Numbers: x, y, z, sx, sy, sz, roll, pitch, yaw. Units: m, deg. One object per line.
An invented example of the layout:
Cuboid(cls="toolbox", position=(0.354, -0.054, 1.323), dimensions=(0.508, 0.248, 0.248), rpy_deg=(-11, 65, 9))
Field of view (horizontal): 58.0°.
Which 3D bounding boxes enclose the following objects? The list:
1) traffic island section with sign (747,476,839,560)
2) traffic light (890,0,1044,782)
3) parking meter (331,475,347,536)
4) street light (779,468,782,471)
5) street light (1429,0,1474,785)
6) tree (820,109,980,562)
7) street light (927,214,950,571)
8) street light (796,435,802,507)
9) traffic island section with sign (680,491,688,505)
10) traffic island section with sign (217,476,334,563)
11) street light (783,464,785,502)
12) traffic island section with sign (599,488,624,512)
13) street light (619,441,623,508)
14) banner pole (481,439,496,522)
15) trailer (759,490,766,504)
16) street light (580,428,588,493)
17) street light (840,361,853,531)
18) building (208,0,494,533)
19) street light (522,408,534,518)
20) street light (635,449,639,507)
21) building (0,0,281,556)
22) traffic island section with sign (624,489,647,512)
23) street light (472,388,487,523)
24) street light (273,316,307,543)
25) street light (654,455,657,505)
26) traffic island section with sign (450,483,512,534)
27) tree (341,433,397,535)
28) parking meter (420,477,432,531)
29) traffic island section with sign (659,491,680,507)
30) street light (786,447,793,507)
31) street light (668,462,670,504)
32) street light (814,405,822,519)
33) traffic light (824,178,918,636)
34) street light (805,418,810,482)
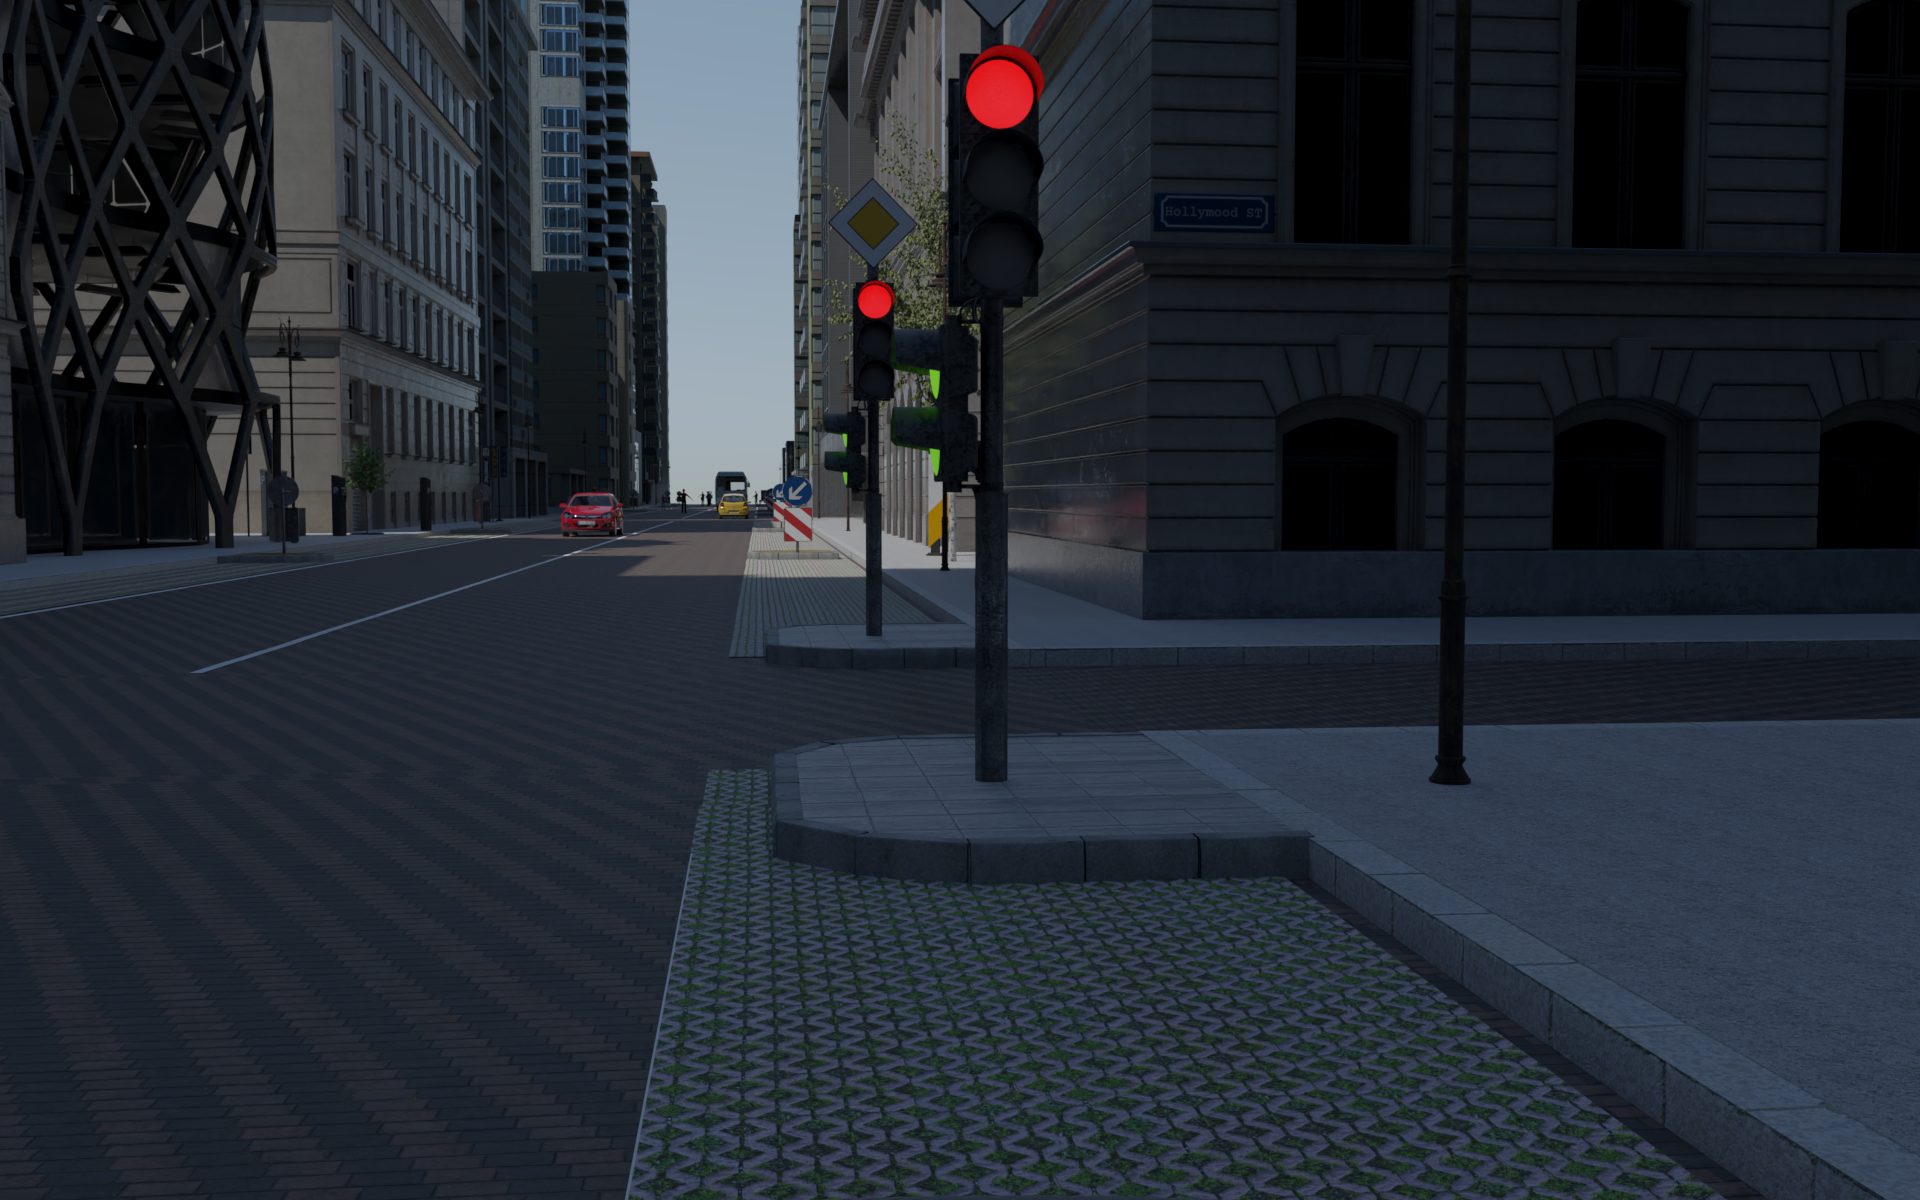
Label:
Cuboid(cls="traffic island section with sign", position=(-3.725, -1.822, 38.422), dimensions=(1.989, 1.847, 2.006), rpy_deg=(0, 4, -7))
Cuboid(cls="traffic light", position=(0.122, -1.146, 7.661), dimensions=(0.839, 4.253, 0.868), rpy_deg=(0, 4, -7))
Cuboid(cls="parking meter", position=(-18.931, -2.881, 52.815), dimensions=(0.399, 1.863, 0.255), rpy_deg=(1, 4, 21))
Cuboid(cls="street light", position=(-22.153, -15.002, 218.065), dimensions=(0.468, 5.910, 1.993), rpy_deg=(0, 4, -7))
Cuboid(cls="street light", position=(2.182, -2.125, 7.533), dimensions=(0.468, 5.910, 1.993), rpy_deg=(0, 4, -7))
Cuboid(cls="tree", position=(-0.357, -5.026, 32.534), dimensions=(4.737, 8.622, 4.395), rpy_deg=(0, 3, 0))
Cuboid(cls="street light", position=(-0.253, -3.426, 28.808), dimensions=(0.468, 5.910, 1.993), rpy_deg=(0, 4, -7))
Cuboid(cls="street light", position=(-12.622, -9.960, 135.639), dimensions=(0.468, 5.910, 1.993), rpy_deg=(0, 4, -7))
Cuboid(cls="traffic island section with sign", position=(-35.842, -13.018, 221.464), dimensions=(1.989, 1.847, 2.006), rpy_deg=(0, 4, -7))
Cuboid(cls="traffic island section with sign", position=(-14.409, -1.714, 36.656), dimensions=(1.989, 1.847, 2.006), rpy_deg=(0, 4, -7))
Cuboid(cls="street light", position=(-18.602, -13.089, 186.790), dimensions=(0.468, 5.910, 1.993), rpy_deg=(0, 4, -7))
Cuboid(cls="traffic island section with sign", position=(-23.365, -6.435, 113.834), dimensions=(1.989, 1.847, 2.006), rpy_deg=(0, 4, -7))
Cuboid(cls="street light", position=(-29.822, -10.980, 152.309), dimensions=(0.468, 5.910, 1.993), rpy_deg=(0, 4, -7))
Cuboid(cls="banner pole", position=(-21.404, -5.423, 78.689), dimensions=(0.401, 3.779, 0.863), rpy_deg=(2, 4, 29))
Cuboid(cls="trailer", position=(-27.407, -14.412, 242.686), dimensions=(1.471, 1.999, 3.904), rpy_deg=(0, 4, -6))
Cuboid(cls="street light", position=(-26.405, -9.127, 122.013), dimensions=(0.468, 5.910, 1.993), rpy_deg=(0, 4, -7))
Cuboid(cls="street light", position=(-3.867, -5.317, 59.726), dimensions=(0.468, 5.910, 1.993), rpy_deg=(0, 4, -7))
Cuboid(cls="building", position=(-29.046, -14.441, 69.398), dimensions=(16.112, 22.955, 30.059), rpy_deg=(0, 4, -7))
Cuboid(cls="street light", position=(-22.784, -7.261, 91.497), dimensions=(0.468, 5.910, 1.993), rpy_deg=(0, 4, -7))
Cuboid(cls="street light", position=(-32.259, -12.257, 173.186), dimensions=(0.468, 5.910, 1.993), rpy_deg=(0, 4, -7))
Cuboid(cls="building", position=(-25.440, -10.590, 40.604), dimensions=(16.820, 18.784, 16.811), rpy_deg=(0, 4, -7))
Cuboid(cls="traffic island section with sign", position=(-26.461, -8.072, 140.611), dimensions=(1.989, 1.847, 2.006), rpy_deg=(0, 4, -7))
Cuboid(cls="street light", position=(-20.925, -6.283, 75.511), dimensions=(0.468, 5.910, 1.993), rpy_deg=(0, 4, -7))
Cuboid(cls="street light", position=(-17.428, -4.427, 45.170), dimensions=(0.468, 5.910, 1.993), rpy_deg=(0, 4, -7))
Cuboid(cls="street light", position=(-35.740, -14.114, 203.553), dimensions=(0.468, 5.910, 1.993), rpy_deg=(0, 4, -7))
Cuboid(cls="traffic island section with sign", position=(-17.517, -3.352, 63.439), dimensions=(1.989, 1.847, 2.006), rpy_deg=(0, 4, -7))
Cuboid(cls="tree", position=(-18.690, -3.688, 54.903), dimensions=(1.663, 3.219, 1.824), rpy_deg=(0, 3, 0))
Cuboid(cls="parking meter", position=(-18.641, -3.347, 60.429), dimensions=(0.255, 1.863, 0.399), rpy_deg=(1, 4, 9))
Cuboid(cls="traffic island section with sign", position=(-32.676, -11.339, 194.012), dimensions=(1.989, 1.847, 2.006), rpy_deg=(0, 4, -7))
Cuboid(cls="street light", position=(-16.214, -11.828, 166.175), dimensions=(0.468, 5.910, 1.993), rpy_deg=(0, 4, -7))
Cuboid(cls="street light", position=(-39.251, -15.966, 233.838), dimensions=(0.468, 5.910, 1.993), rpy_deg=(0, 4, -7))
Cuboid(cls="street light", position=(-7.341, -7.170, 90.015), dimensions=(0.468, 5.910, 1.993), rpy_deg=(0, 4, -7))
Cuboid(cls="traffic light", position=(-0.798, -1.631, 15.593), dimensions=(0.839, 4.253, 0.868), rpy_deg=(0, 4, -7))
Cuboid(cls="street light", position=(-9.180, -8.108, 105.347), dimensions=(0.468, 5.910, 1.993), rpy_deg=(0, 4, -7))
